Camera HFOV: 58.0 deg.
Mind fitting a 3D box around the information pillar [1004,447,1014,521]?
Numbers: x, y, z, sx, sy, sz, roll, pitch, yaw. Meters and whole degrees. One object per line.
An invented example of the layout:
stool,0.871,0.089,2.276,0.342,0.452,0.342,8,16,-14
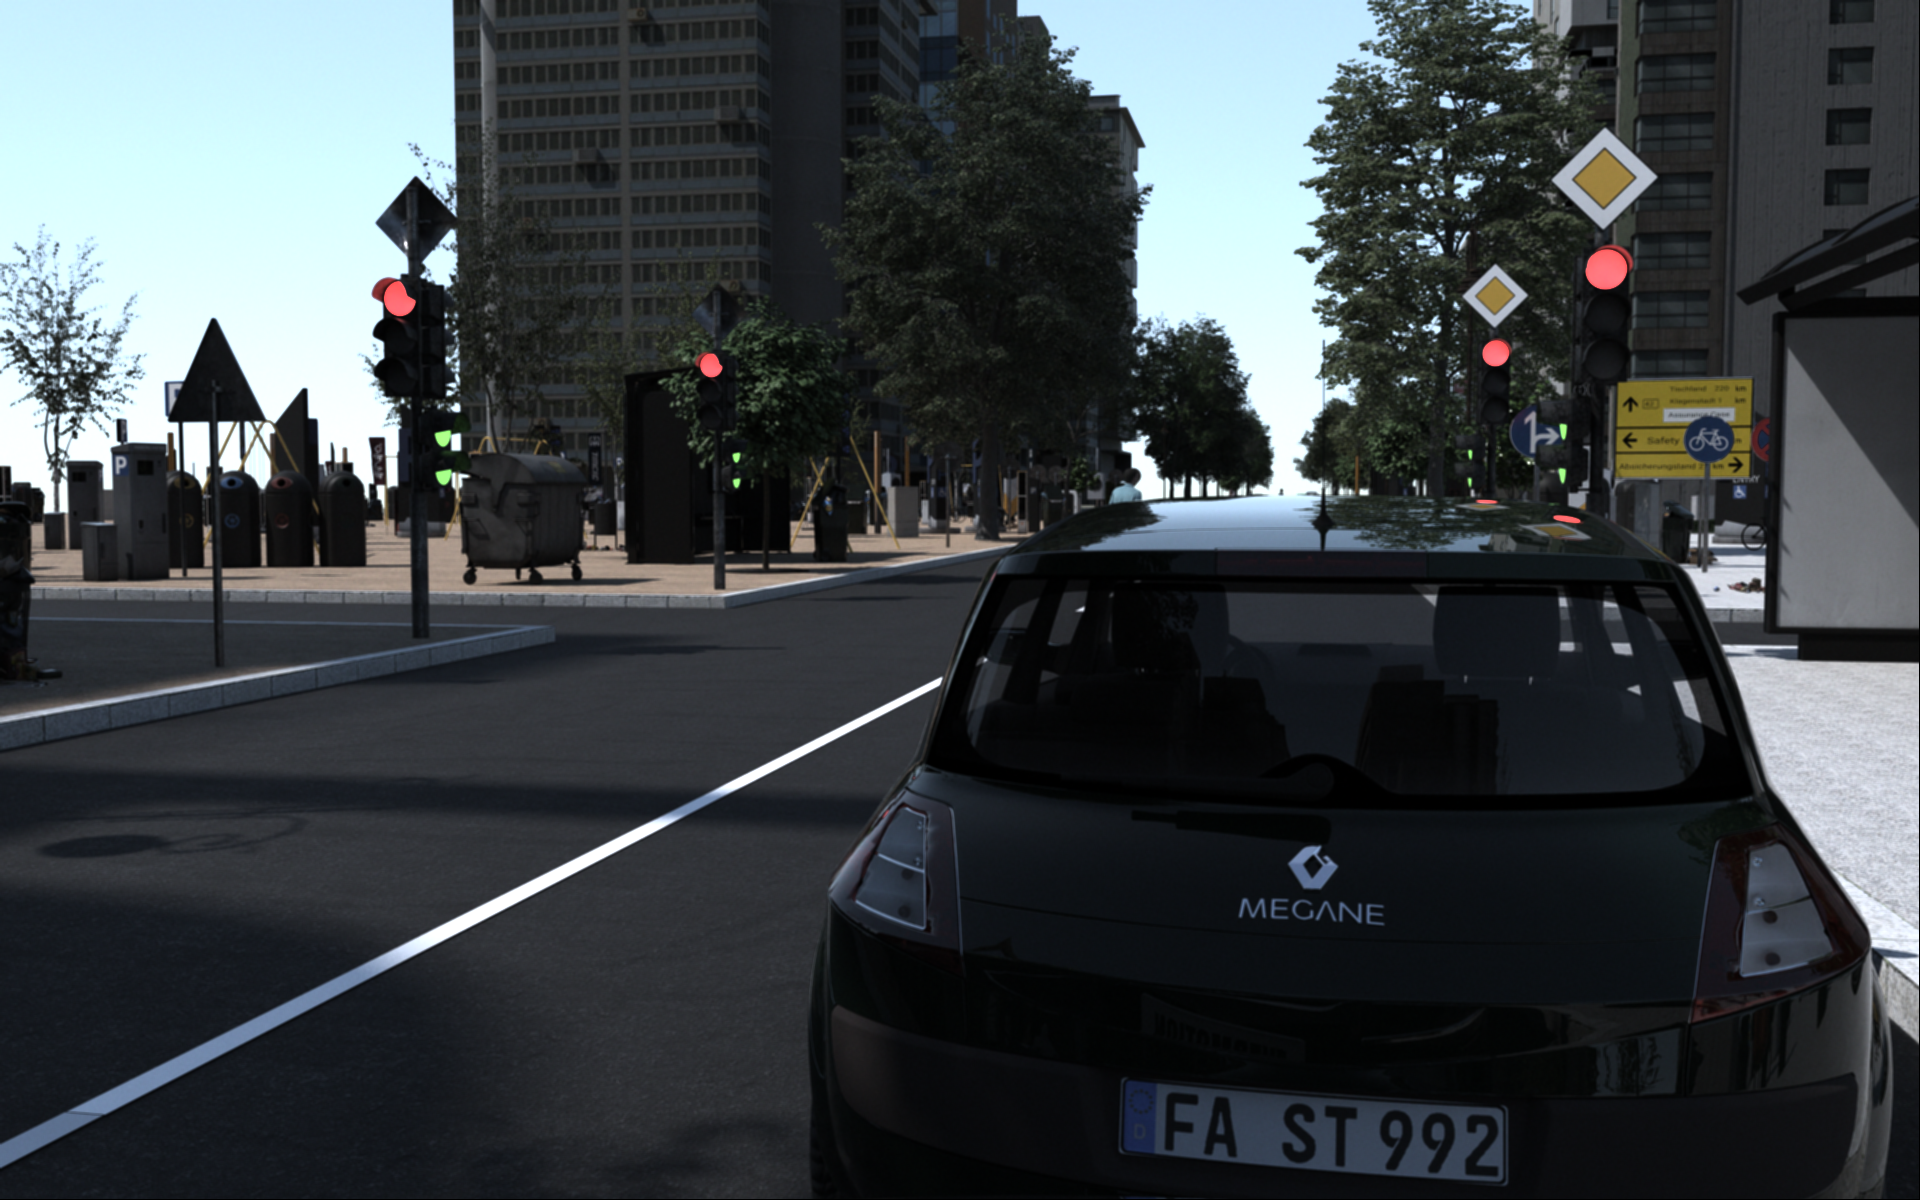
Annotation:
information pillar,2.209,-5.450,80.455,0.183,3.616,0.504,2,4,31

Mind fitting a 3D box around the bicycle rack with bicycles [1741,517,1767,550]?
bicycle rack with bicycles,19.562,-1.562,38.921,2.852,0.926,2.925,-2,4,-27

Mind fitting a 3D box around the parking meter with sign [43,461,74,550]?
parking meter with sign,-20.171,-2.671,39.933,1.738,3.016,0.543,-1,4,-11

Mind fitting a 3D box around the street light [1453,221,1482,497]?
street light,8.711,-3.477,29.634,0.468,5.910,1.993,1,4,11

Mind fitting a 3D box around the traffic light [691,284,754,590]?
traffic light,-3.215,-2.095,23.177,0.839,4.253,0.868,1,4,11

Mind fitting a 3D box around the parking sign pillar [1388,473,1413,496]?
parking sign pillar,17.531,-4.917,68.867,1.447,3.967,1.447,3,5,41

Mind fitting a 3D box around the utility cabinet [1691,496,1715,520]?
utility cabinet,29.559,-3.534,68.945,1.020,1.237,0.306,-2,4,-28

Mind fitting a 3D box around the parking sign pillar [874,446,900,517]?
parking sign pillar,-3.615,-5.965,86.003,1.447,3.967,1.447,0,4,-5

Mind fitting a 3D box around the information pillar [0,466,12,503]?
information pillar,-24.890,-2.481,45.061,0.304,2.012,0.304,0,4,8

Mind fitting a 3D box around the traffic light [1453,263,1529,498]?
traffic light,6.503,-1.976,21.233,0.839,4.253,0.868,1,4,11

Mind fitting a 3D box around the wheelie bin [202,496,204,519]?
wheelie bin,-37.200,-4.667,84.221,0.980,1.594,0.693,0,4,-4

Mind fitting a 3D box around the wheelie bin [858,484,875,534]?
wheelie bin,-3.309,-2.892,55.195,0.980,1.594,0.693,1,4,13

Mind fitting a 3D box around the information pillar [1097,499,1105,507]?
information pillar,6.609,-4.695,81.250,0.304,2.012,0.304,2,4,30

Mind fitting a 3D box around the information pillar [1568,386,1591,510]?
information pillar,10.700,-2.348,29.742,0.504,3.616,0.183,1,4,13

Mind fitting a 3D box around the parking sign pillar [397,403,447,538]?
parking sign pillar,-15.939,-3.839,51.234,1.447,3.967,1.447,1,4,9

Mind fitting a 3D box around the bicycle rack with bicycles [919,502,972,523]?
bicycle rack with bicycles,-0.850,-3.978,78.428,2.925,0.926,2.852,-2,4,-25

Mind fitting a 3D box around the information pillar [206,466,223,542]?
information pillar,-19.782,-2.540,46.018,0.304,2.012,0.304,2,4,26

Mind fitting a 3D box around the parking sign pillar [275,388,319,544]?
parking sign pillar,-17.046,-3.429,44.533,1.447,3.967,1.447,3,4,36

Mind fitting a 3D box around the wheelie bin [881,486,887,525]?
wheelie bin,-3.357,-3.875,71.263,0.980,1.594,0.693,1,4,16

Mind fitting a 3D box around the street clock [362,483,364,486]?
street clock,-36.531,-6.166,105.390,0.471,2.002,0.358,-2,4,-32

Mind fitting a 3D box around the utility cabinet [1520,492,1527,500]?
utility cabinet,18.555,-2.863,55.484,1.173,1.500,0.318,0,4,2

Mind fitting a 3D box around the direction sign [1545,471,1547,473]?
direction sign,15.714,-3.331,46.467,0.876,3.537,0.379,-2,4,-26

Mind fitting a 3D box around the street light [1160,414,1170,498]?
street light,11.664,-7.702,98.707,0.468,5.910,1.993,1,4,11

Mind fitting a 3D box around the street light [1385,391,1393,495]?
street light,15.260,-5.449,61.883,0.468,5.910,1.993,1,4,11

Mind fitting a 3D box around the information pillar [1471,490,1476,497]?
information pillar,21.585,-4.983,72.823,0.183,3.616,0.504,0,4,-3

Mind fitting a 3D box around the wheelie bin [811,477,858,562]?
wheelie bin,-2.452,-1.535,33.006,0.693,1.594,0.980,-1,4,-16

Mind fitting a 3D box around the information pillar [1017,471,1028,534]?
information pillar,2.008,-3.126,55.596,0.304,2.012,0.304,0,4,7

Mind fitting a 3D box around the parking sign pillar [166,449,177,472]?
parking sign pillar,-47.418,-7.031,103.423,1.447,3.967,1.447,1,4,22

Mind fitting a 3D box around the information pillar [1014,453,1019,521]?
information pillar,2.548,-5.503,81.330,0.504,3.616,0.183,-2,4,-24

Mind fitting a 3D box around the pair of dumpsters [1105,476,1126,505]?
pair of dumpsters,8.297,-5.515,92.666,1.574,2.255,4.437,1,4,12

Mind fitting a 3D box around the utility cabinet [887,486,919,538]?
utility cabinet,-1.677,-2.574,50.770,0.318,1.500,1.173,2,4,34

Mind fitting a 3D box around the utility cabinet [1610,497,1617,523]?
utility cabinet,16.517,-2.053,44.732,1.020,1.237,0.306,-2,4,-35

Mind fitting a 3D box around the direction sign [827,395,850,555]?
direction sign,-2.549,-2.719,36.452,0.379,3.537,0.876,2,4,28

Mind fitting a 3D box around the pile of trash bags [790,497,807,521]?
pile of trash bags,-8.771,-4.530,83.823,3.447,1.369,1.912,3,4,37

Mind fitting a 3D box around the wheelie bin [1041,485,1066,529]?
wheelie bin,3.370,-3.412,63.698,0.980,1.594,0.693,-1,4,-21

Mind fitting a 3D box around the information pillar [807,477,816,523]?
information pillar,-6.498,-4.368,75.913,0.304,2.012,0.304,-2,4,-33

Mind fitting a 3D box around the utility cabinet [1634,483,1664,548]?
utility cabinet,14.607,-1.714,36.701,0.318,1.500,1.173,0,4,8

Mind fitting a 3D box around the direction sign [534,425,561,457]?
direction sign,-13.614,-3.990,57.238,0.876,3.537,0.379,-2,4,-32

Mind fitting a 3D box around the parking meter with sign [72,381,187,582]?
parking meter with sign,-12.355,-1.821,26.031,0.543,3.016,1.738,1,4,23

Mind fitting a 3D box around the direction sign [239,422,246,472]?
direction sign,-15.858,-2.833,38.313,0.379,3.537,0.876,-2,4,-28

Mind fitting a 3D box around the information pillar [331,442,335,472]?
information pillar,-28.230,-5.301,78.024,0.183,3.616,0.504,-1,4,-10

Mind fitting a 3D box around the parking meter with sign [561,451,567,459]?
parking meter with sign,-16.397,-4.504,69.895,0.543,3.016,1.738,0,4,5

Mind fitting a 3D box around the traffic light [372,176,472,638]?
traffic light,-4.800,-1.616,15.350,0.839,4.253,0.868,1,4,11

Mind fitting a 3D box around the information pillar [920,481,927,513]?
information pillar,-2.024,-5.634,96.602,0.304,2.012,0.304,2,4,27

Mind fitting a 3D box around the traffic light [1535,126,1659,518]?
traffic light,4.918,-1.498,13.406,0.839,4.253,0.868,1,4,11

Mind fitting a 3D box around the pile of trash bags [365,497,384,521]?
pile of trash bags,-28.806,-4.500,83.321,1.912,1.369,3.447,-1,4,-11

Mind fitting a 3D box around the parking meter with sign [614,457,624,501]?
parking meter with sign,-15.996,-5.309,83.058,0.543,3.016,1.738,1,4,11

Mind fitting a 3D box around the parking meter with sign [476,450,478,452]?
parking meter with sign,-18.504,-4.483,69.563,1.738,3.016,0.543,-1,4,-16

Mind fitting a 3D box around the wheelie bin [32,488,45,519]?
wheelie bin,-46.662,-4.866,87.463,0.693,1.594,0.980,1,4,22

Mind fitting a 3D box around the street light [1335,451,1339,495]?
street light,37.018,-12.008,169.117,0.468,5.910,1.993,1,4,11

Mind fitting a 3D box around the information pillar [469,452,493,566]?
information pillar,-8.417,-1.591,30.508,0.304,2.012,0.304,2,4,28

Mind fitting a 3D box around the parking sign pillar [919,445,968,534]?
parking sign pillar,-0.701,-4.138,56.128,1.447,3.967,1.447,-1,4,-12

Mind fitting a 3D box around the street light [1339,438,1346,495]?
street light,30.314,-10.003,136.339,0.468,5.910,1.993,1,4,11

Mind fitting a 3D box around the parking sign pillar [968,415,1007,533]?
parking sign pillar,0.867,-4.270,58.293,1.447,3.967,1.447,-1,4,-21

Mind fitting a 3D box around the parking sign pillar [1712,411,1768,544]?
parking sign pillar,20.287,-3.446,44.808,1.447,3.967,1.447,-3,4,-39

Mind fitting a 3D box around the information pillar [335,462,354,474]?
information pillar,-14.140,-2.161,39.830,0.304,2.012,0.304,3,5,43

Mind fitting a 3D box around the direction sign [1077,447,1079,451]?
direction sign,5.702,-5.631,84.063,0.379,3.537,0.876,1,4,8

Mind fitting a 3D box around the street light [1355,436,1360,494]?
street light,23.723,-8.015,103.826,0.468,5.910,1.993,1,4,11

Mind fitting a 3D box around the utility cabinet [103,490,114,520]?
utility cabinet,-41.641,-4.636,84.473,0.318,1.500,1.173,0,4,-2
